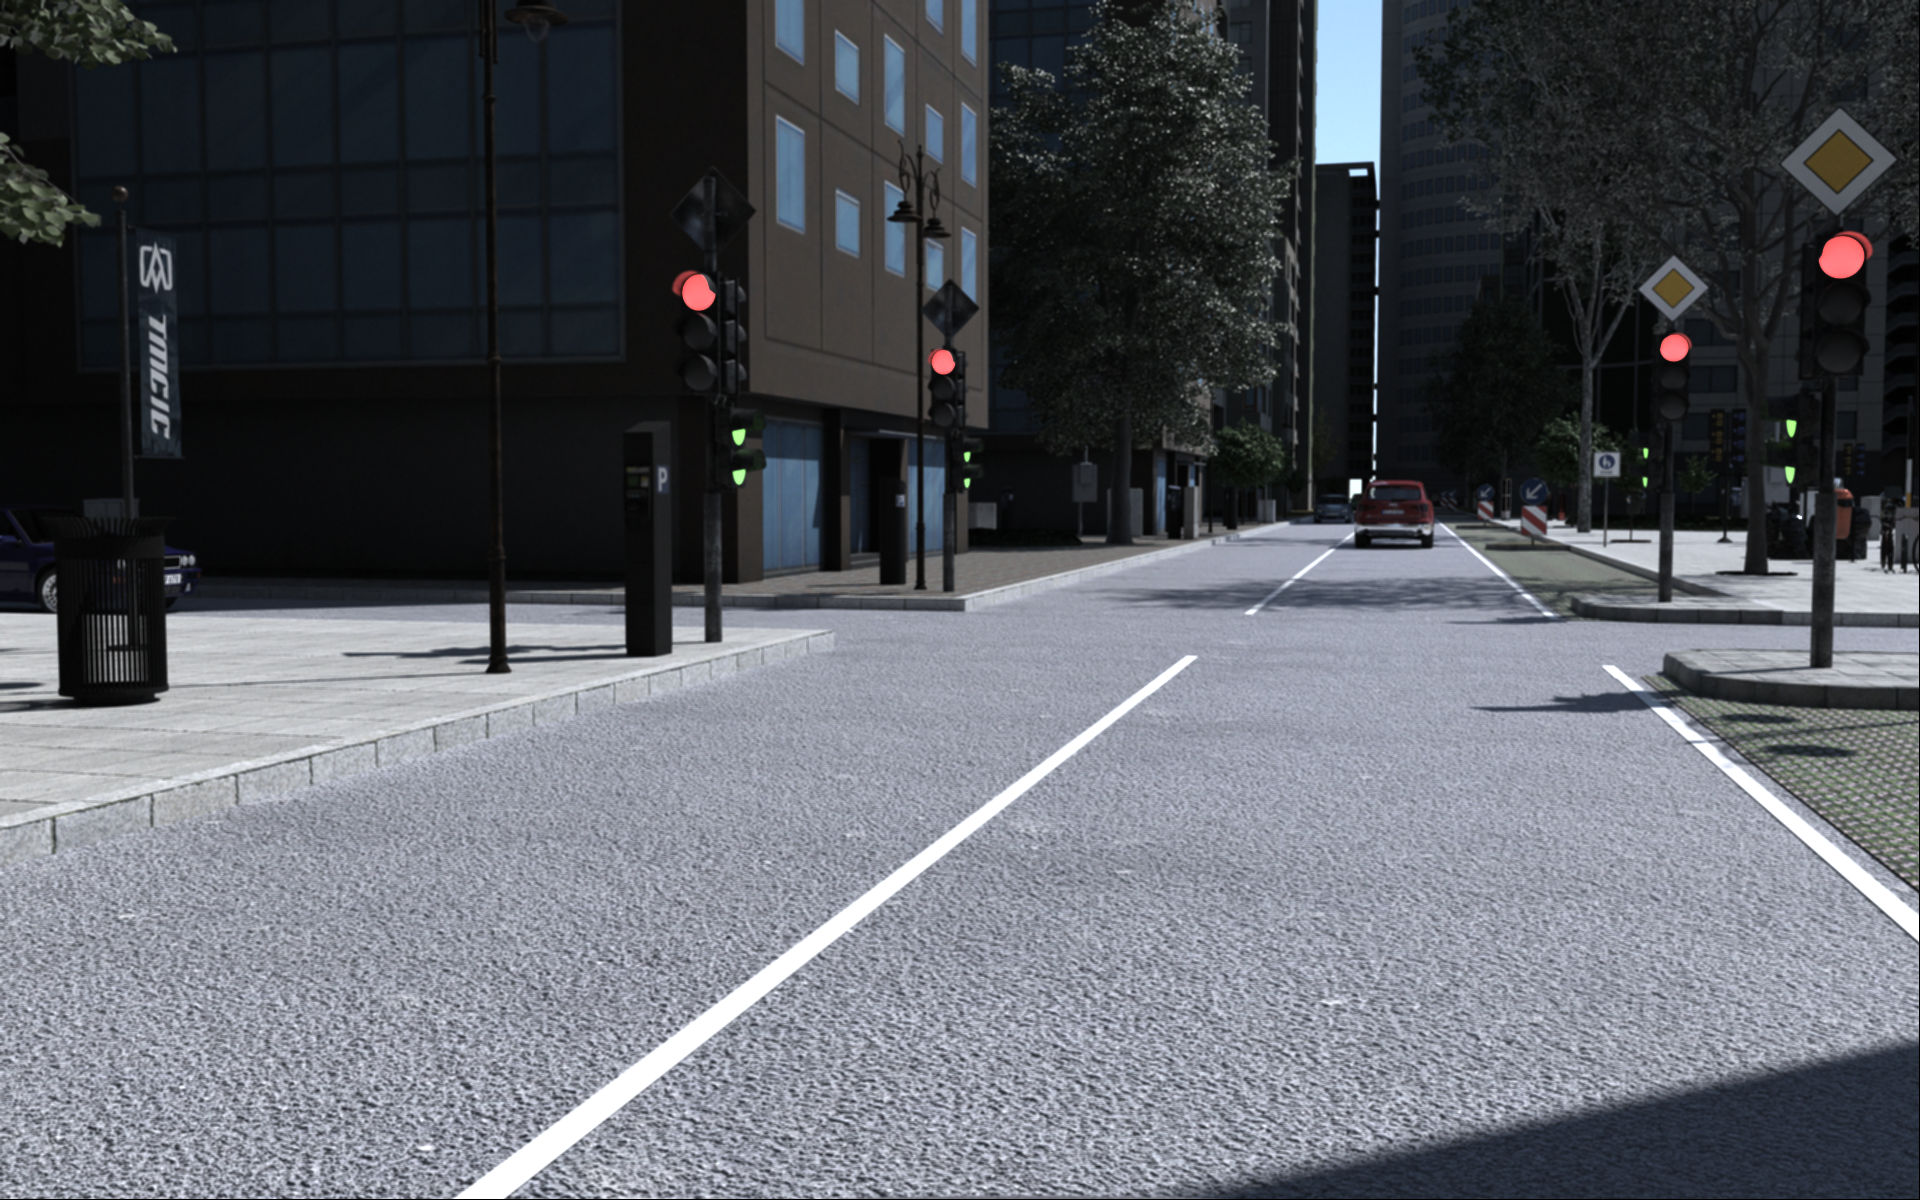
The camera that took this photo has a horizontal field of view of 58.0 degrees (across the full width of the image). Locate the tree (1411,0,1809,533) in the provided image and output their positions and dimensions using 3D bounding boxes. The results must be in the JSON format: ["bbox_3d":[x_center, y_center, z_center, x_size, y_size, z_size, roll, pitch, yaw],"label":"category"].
[{"bbox_3d":[21.988,-12.251,56.187,12.611,20.169,13.585,0,3,0],"label":"tree"}]

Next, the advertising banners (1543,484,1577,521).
[{"bbox_3d":[29.174,-5.372,84.025,2.074,3.025,0.090,-1,4,-20],"label":"advertising banners"}]

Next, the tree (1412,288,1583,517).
[{"bbox_3d":[30.308,-11.005,96.943,9.611,12.733,9.660,0,3,0],"label":"tree"}]

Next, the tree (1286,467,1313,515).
[{"bbox_3d":[20.872,-6.938,108.045,1.663,3.219,1.824,0,3,0],"label":"tree"}]

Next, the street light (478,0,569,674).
[{"bbox_3d":[-3.317,-2.415,12.270,0.468,5.910,1.993,1,4,14],"label":"street light"}]

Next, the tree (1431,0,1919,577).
[{"bbox_3d":[12.586,-7.146,27.207,12.009,13.543,11.850,0,3,0],"label":"tree"}]

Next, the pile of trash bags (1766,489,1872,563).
[{"bbox_3d":[16.808,-1.476,33.884,1.912,1.369,3.447,1,4,12],"label":"pile of trash bags"}]

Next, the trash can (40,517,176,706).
[{"bbox_3d":[-5.221,0.061,10.660,0.748,1.137,0.748,0,3,0],"label":"trash can"}]

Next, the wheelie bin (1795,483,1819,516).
[{"bbox_3d":[25.176,-2.651,51.245,0.693,1.594,0.980,0,4,-6],"label":"wheelie bin"}]

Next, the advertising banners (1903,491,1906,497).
[{"bbox_3d":[42.950,-5.041,78.610,0.090,3.025,2.074,2,4,33],"label":"advertising banners"}]

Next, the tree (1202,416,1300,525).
[{"bbox_3d":[11.792,-5.423,72.380,4.285,4.588,4.351,0,3,0],"label":"tree"}]

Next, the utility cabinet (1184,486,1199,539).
[{"bbox_3d":[6.620,-2.507,49.664,0.318,1.500,1.173,1,4,14],"label":"utility cabinet"}]

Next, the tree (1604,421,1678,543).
[{"bbox_3d":[17.871,-3.141,45.951,1.663,3.219,1.824,0,3,0],"label":"tree"}]

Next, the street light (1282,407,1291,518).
[{"bbox_3d":[17.317,-7.295,92.066,0.468,5.910,1.993,1,4,14],"label":"street light"}]

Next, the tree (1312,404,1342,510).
[{"bbox_3d":[29.082,-11.709,141.808,4.737,8.622,4.395,0,3,0],"label":"tree"}]

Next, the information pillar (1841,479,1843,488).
[{"bbox_3d":[43.653,-4.995,86.152,0.304,2.012,0.304,-1,4,-21],"label":"information pillar"}]

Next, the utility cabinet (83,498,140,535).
[{"bbox_3d":[-12.483,-0.876,25.485,1.020,1.237,0.306,2,4,35],"label":"utility cabinet"}]

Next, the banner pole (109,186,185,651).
[{"bbox_3d":[-6.766,-1.492,14.412,0.401,3.779,0.863,1,4,17],"label":"banner pole"}]

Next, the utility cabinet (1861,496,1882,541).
[{"bbox_3d":[25.266,-2.258,48.086,0.306,1.237,1.020,1,4,14],"label":"utility cabinet"}]

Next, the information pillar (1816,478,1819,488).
[{"bbox_3d":[38.792,-4.502,78.094,0.304,2.012,0.304,0,4,1],"label":"information pillar"}]

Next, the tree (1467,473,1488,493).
[{"bbox_3d":[38.214,-8.156,127.945,1.663,3.219,1.824,0,3,0],"label":"tree"}]

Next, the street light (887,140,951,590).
[{"bbox_3d":[-0.529,-3.076,23.076,0.468,5.910,1.993,1,4,14],"label":"street light"}]

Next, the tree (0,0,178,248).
[{"bbox_3d":[-6.041,-5.369,5.914,7.486,12.596,7.792,0,3,0],"label":"tree"}]

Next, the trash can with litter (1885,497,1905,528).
[{"bbox_3d":[35.379,-3.294,65.239,1.055,1.170,0.624,-2,4,-35],"label":"trash can with litter"}]

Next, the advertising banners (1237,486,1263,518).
[{"bbox_3d":[15.783,-5.974,93.866,0.090,3.025,2.074,-2,4,-35],"label":"advertising banners"}]

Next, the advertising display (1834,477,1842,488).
[{"bbox_3d":[33.812,-3.784,67.077,0.974,1.923,0.123,-2,4,-35],"label":"advertising display"}]

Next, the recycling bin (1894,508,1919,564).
[{"bbox_3d":[17.980,-1.207,32.287,0.722,1.027,0.722,-1,4,-15],"label":"recycling bin"}]

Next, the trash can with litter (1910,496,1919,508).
[{"bbox_3d":[46.502,-4.522,84.990,2.233,1.210,1.678,3,5,41],"label":"trash can with litter"}]

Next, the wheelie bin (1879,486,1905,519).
[{"bbox_3d":[38.655,-3.913,71.891,0.980,1.594,0.693,1,4,9],"label":"wheelie bin"}]

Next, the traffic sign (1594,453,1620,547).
[{"bbox_3d":[15.641,-2.435,41.934,0.606,2.300,0.079,1,4,20],"label":"traffic sign"}]

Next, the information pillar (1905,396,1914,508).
[{"bbox_3d":[22.712,-3.064,41.454,0.183,3.616,0.504,2,4,25],"label":"information pillar"}]

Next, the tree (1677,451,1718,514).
[{"bbox_3d":[32.484,-5.029,76.820,1.663,3.219,1.824,0,3,0],"label":"tree"}]

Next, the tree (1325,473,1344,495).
[{"bbox_3d":[34.209,-10.025,158.505,1.663,3.219,1.824,0,3,0],"label":"tree"}]

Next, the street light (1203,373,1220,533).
[{"bbox_3d":[8.302,-5.165,57.238,0.468,5.910,1.993,1,4,14],"label":"street light"}]

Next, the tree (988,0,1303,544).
[{"bbox_3d":[4.139,-8.422,44.351,9.857,13.997,8.962,0,3,0],"label":"tree"}]

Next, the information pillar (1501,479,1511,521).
[{"bbox_3d":[26.367,-4.839,83.616,0.304,2.012,0.304,-2,4,-29],"label":"information pillar"}]

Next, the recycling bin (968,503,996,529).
[{"bbox_3d":[0.566,-2.301,50.182,0.722,1.027,0.722,-2,4,-31],"label":"recycling bin"}]

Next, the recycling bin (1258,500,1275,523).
[{"bbox_3d":[13.441,-3.879,75.970,0.722,1.027,0.722,1,4,14],"label":"recycling bin"}]

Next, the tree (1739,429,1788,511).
[{"bbox_3d":[39.580,-6.138,84.070,4.285,4.588,4.351,0,3,0],"label":"tree"}]

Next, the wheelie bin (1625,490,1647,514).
[{"bbox_3d":[29.957,-4.207,76.692,0.980,1.594,0.693,-3,4,-36],"label":"wheelie bin"}]

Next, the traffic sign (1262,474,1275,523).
[{"bbox_3d":[13.315,-4.610,75.474,0.768,2.556,0.104,1,4,19],"label":"traffic sign"}]

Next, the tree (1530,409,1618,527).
[{"bbox_3d":[23.747,-5.094,66.997,4.285,4.588,4.351,0,3,0],"label":"tree"}]
